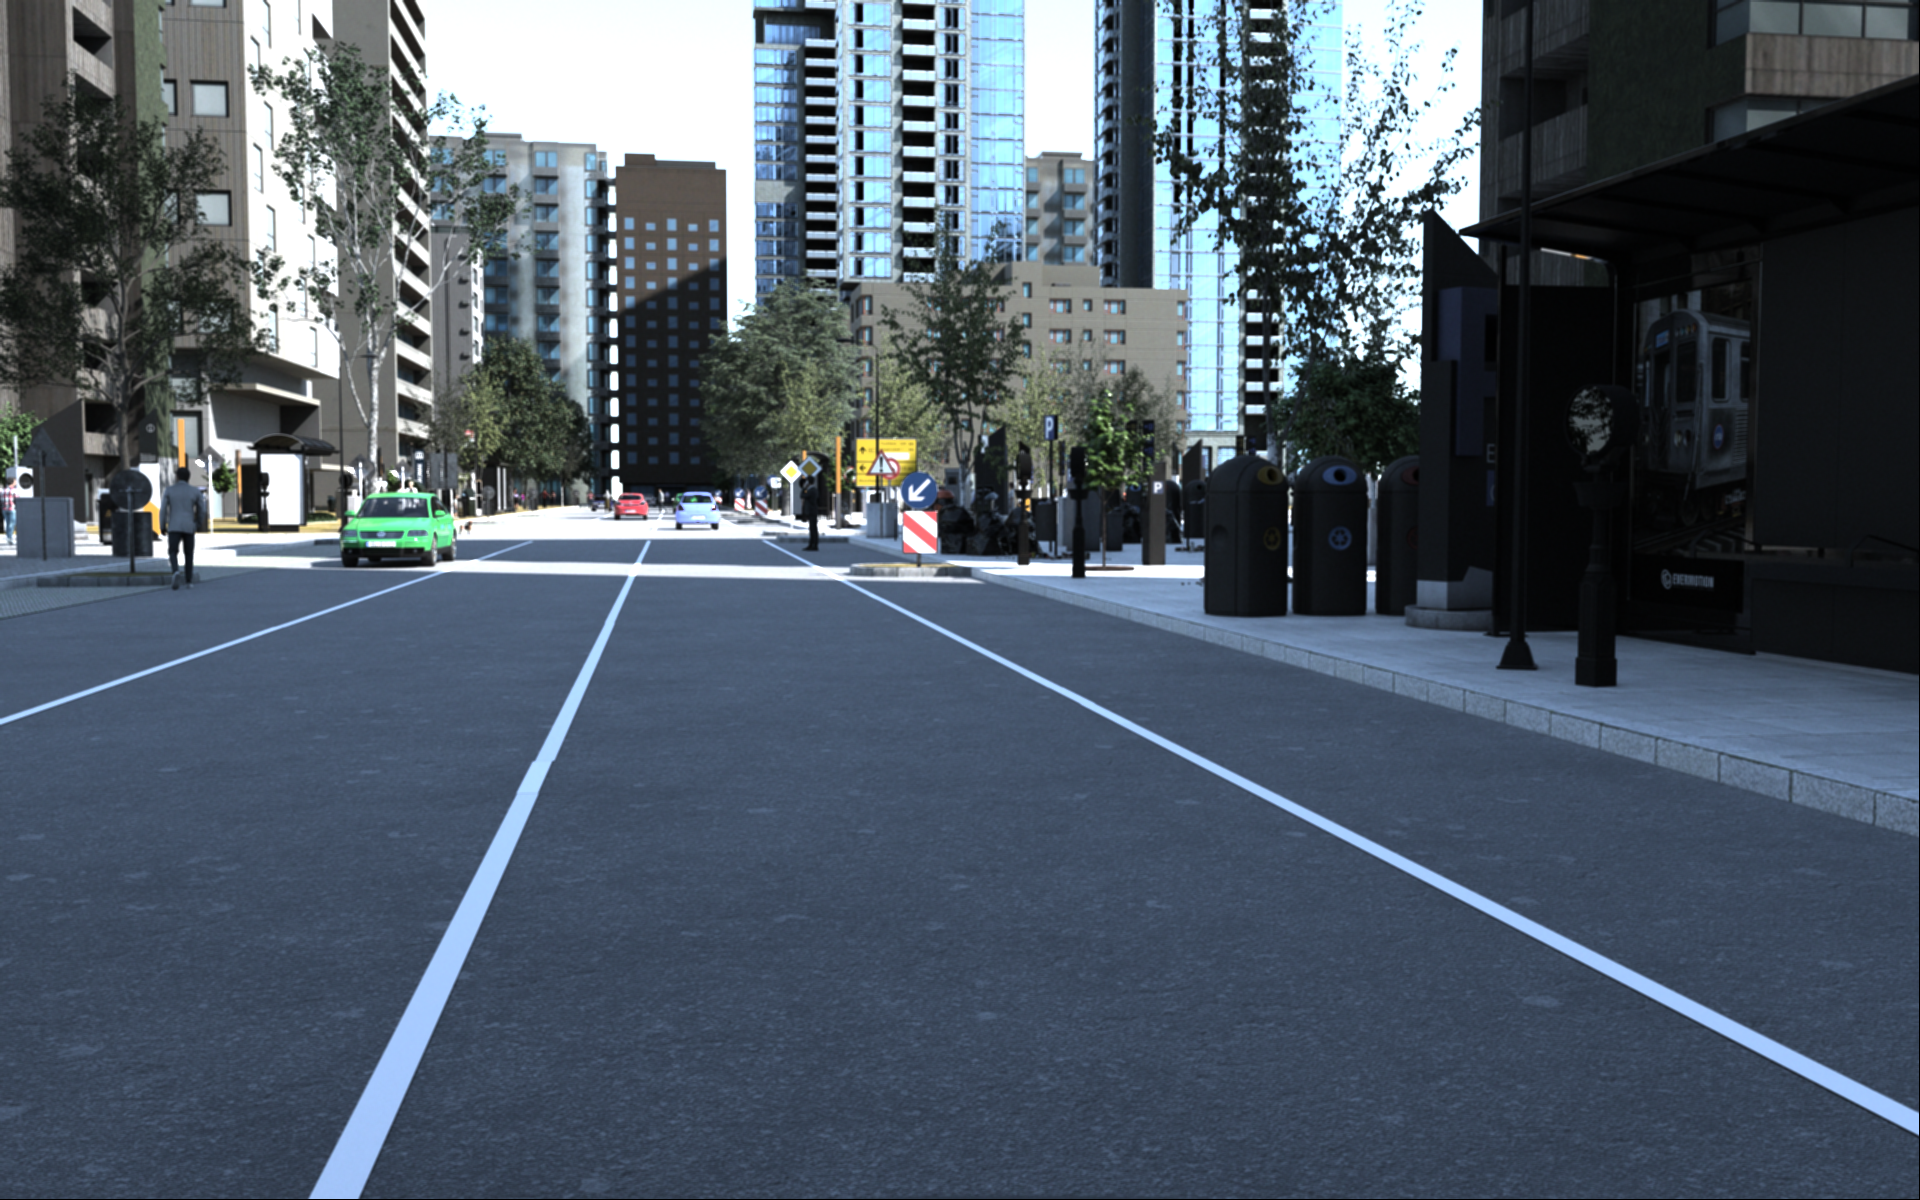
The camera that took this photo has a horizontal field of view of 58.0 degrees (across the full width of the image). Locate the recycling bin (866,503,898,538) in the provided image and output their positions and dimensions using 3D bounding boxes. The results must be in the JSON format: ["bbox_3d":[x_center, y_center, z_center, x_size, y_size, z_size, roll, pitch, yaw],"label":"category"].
[{"bbox_3d":[-2.284,-2.347,50.927,0.722,1.027,0.722,2,4,28],"label":"recycling bin"}]

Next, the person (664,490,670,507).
[{"bbox_3d":[-31.384,-10.829,185.415,0.709,1.838,0.599,-2,4,-24],"label":"person"}]

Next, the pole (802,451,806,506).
[{"bbox_3d":[-7.316,-5.348,81.284,0.158,3.312,0.155,0,3,0],"label":"pole"}]

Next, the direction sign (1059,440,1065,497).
[{"bbox_3d":[4.294,-4.960,73.097,0.379,3.537,0.876,-1,4,-12],"label":"direction sign"}]

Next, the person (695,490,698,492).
[{"bbox_3d":[-22.790,-8.570,149.148,0.721,1.766,1.217,-1,4,-12],"label":"person"}]

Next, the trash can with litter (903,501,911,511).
[{"bbox_3d":[-3.044,-5.625,103.358,0.624,1.170,1.055,0,4,2],"label":"trash can with litter"}]

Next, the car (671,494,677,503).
[{"bbox_3d":[-28.447,-10.275,177.040,2.155,1.783,4.494,0,4,-8],"label":"car"}]

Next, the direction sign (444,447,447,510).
[{"bbox_3d":[-24.841,-5.611,83.733,0.379,3.537,0.876,-1,4,-22],"label":"direction sign"}]

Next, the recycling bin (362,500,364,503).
[{"bbox_3d":[-26.805,-4.050,78.770,0.722,1.027,0.722,1,4,10],"label":"recycling bin"}]

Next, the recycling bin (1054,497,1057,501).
[{"bbox_3d":[7.545,-7.617,137.096,0.722,1.027,0.722,2,4,31],"label":"recycling bin"}]

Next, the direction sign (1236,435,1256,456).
[{"bbox_3d":[11.030,-4.580,66.884,0.876,3.537,0.379,-1,4,-22],"label":"direction sign"}]

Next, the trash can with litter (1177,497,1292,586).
[{"bbox_3d":[4.332,-0.838,24.753,2.233,1.210,1.678,1,4,12],"label":"trash can with litter"}]

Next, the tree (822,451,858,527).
[{"bbox_3d":[-4.834,-4.476,67.778,1.663,3.219,1.824,0,3,0],"label":"tree"}]

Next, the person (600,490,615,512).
[{"bbox_3d":[-27.547,-7.715,135.378,1.217,1.736,0.721,0,4,4],"label":"person"}]

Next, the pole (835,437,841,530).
[{"bbox_3d":[-4.324,-4.134,61.440,0.158,3.312,0.155,0,3,0],"label":"pole"}]

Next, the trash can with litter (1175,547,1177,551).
[{"bbox_3d":[5.701,-1.704,38.924,2.233,1.210,1.678,-2,4,-30],"label":"trash can with litter"}]

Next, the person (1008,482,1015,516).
[{"bbox_3d":[1.975,-3.866,69.819,0.524,1.755,0.480,0,4,-5],"label":"person"}]

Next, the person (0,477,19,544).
[{"bbox_3d":[-24.416,-2.301,44.495,0.563,1.720,0.643,1,4,12],"label":"person"}]

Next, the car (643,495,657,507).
[{"bbox_3d":[-34.532,-10.946,191.322,2.083,1.381,4.827,-1,4,-9],"label":"car"}]

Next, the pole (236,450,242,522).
[{"bbox_3d":[-33.316,-5.270,80.011,0.158,3.312,0.155,0,3,0],"label":"pole"}]

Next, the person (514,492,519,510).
[{"bbox_3d":[-35.495,-7.901,138.459,0.421,1.427,0.697,-1,4,-19],"label":"person"}]

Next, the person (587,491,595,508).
[{"bbox_3d":[-36.525,-9.901,171.096,1.217,1.743,0.721,-3,5,-39],"label":"person"}]

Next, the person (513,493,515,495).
[{"bbox_3d":[-39.267,-8.852,151.495,1.217,1.736,0.721,0,4,1],"label":"person"}]

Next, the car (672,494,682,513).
[{"bbox_3d":[-20.689,-7.436,130.370,1.959,1.807,4.718,-1,4,-11],"label":"car"}]

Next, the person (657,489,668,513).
[{"bbox_3d":[-22.759,-7.583,132.335,0.795,1.843,0.661,-1,4,-22],"label":"person"}]

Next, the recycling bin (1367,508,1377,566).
[{"bbox_3d":[7.254,-1.154,31.422,0.722,1.027,0.722,3,4,38],"label":"recycling bin"}]

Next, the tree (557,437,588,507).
[{"bbox_3d":[-40.305,-13.815,176.232,4.360,8.622,3.978,0,3,0],"label":"tree"}]

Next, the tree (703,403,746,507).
[{"bbox_3d":[-21.182,-14.866,168.814,9.928,11.665,9.643,0,3,0],"label":"tree"}]

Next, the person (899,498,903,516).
[{"bbox_3d":[-3.591,-5.860,102.077,0.478,1.798,0.641,0,4,-7],"label":"person"}]

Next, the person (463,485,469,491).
[{"bbox_3d":[-28.622,-5.778,100.532,0.660,1.820,0.620,-1,4,-23],"label":"person"}]

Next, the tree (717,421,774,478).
[{"bbox_3d":[-16.057,-12.638,141.041,8.767,10.594,7.601,0,4,6],"label":"tree"}]

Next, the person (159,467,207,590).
[{"bbox_3d":[-11.725,-1.089,26.149,0.661,1.843,0.795,-2,4,-27],"label":"person"}]

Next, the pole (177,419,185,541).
[{"bbox_3d":[-21.159,-3.259,47.124,0.158,3.312,0.155,0,3,0],"label":"pole"}]

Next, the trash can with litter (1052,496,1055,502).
[{"bbox_3d":[6.869,-7.359,131.699,0.624,1.170,1.055,0,4,-2],"label":"trash can with litter"}]

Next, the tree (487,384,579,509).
[{"bbox_3d":[-36.358,-12.856,144.604,8.767,10.594,7.601,-1,4,-23],"label":"tree"}]

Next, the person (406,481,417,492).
[{"bbox_3d":[-23.691,-4.205,74.674,0.818,1.842,0.514,3,5,43],"label":"person"}]

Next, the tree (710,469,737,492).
[{"bbox_3d":[-28.301,-13.672,207.246,4.285,4.588,4.351,0,3,0],"label":"tree"}]

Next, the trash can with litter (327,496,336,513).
[{"bbox_3d":[-43.286,-6.634,119.852,1.055,1.170,0.624,2,4,31],"label":"trash can with litter"}]

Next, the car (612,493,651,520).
[{"bbox_3d":[-18.259,-5.333,96.235,2.155,1.783,4.494,-1,4,-9],"label":"car"}]

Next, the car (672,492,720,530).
[{"bbox_3d":[-10.722,-3.725,70.492,1.945,1.707,3.694,-1,4,-10],"label":"car"}]

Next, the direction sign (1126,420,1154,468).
[{"bbox_3d":[5.515,-3.740,53.152,0.876,3.537,0.379,1,4,19],"label":"direction sign"}]

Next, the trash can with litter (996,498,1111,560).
[{"bbox_3d":[1.938,-1.415,34.196,2.233,1.210,1.678,3,5,41],"label":"trash can with litter"}]

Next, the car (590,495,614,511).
[{"bbox_3d":[-30.010,-8.125,145.418,1.945,1.354,3.894,-1,4,-9],"label":"car"}]

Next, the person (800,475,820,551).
[{"bbox_3d":[-3.800,-2.198,43.794,0.474,1.900,0.648,0,4,1],"label":"person"}]

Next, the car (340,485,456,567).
[{"bbox_3d":[-11.462,-1.632,35.484,1.959,1.807,4.718,-1,4,-9],"label":"car"}]

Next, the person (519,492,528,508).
[{"bbox_3d":[-40.778,-9.323,161.699,0.599,1.433,0.991,3,4,37],"label":"person"}]

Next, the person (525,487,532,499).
[{"bbox_3d":[-33.960,-8.004,136.995,0.705,1.814,1.350,1,4,20],"label":"person"}]

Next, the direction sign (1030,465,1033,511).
[{"bbox_3d":[5.365,-8.723,134.614,0.876,3.537,0.379,-3,5,-41],"label":"direction sign"}]

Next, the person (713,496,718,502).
[{"bbox_3d":[-18.205,-7.083,128.583,0.475,1.303,0.640,0,4,-6],"label":"person"}]

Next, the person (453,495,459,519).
[{"bbox_3d":[-26.255,-4.860,90.191,0.352,1.250,0.332,2,4,27],"label":"person"}]

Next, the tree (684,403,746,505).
[{"bbox_3d":[-26.136,-17.570,197.637,12.009,13.543,11.850,0,3,0],"label":"tree"}]

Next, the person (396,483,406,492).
[{"bbox_3d":[-23.769,-4.114,73.881,0.480,1.755,0.524,0,4,-7],"label":"person"}]

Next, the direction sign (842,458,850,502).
[{"bbox_3d":[-7.246,-7.216,109.983,0.379,3.537,0.876,-3,4,-37],"label":"direction sign"}]

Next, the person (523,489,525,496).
[{"bbox_3d":[-51.567,-12.225,205.545,1.348,1.869,0.705,-2,4,-31],"label":"person"}]
